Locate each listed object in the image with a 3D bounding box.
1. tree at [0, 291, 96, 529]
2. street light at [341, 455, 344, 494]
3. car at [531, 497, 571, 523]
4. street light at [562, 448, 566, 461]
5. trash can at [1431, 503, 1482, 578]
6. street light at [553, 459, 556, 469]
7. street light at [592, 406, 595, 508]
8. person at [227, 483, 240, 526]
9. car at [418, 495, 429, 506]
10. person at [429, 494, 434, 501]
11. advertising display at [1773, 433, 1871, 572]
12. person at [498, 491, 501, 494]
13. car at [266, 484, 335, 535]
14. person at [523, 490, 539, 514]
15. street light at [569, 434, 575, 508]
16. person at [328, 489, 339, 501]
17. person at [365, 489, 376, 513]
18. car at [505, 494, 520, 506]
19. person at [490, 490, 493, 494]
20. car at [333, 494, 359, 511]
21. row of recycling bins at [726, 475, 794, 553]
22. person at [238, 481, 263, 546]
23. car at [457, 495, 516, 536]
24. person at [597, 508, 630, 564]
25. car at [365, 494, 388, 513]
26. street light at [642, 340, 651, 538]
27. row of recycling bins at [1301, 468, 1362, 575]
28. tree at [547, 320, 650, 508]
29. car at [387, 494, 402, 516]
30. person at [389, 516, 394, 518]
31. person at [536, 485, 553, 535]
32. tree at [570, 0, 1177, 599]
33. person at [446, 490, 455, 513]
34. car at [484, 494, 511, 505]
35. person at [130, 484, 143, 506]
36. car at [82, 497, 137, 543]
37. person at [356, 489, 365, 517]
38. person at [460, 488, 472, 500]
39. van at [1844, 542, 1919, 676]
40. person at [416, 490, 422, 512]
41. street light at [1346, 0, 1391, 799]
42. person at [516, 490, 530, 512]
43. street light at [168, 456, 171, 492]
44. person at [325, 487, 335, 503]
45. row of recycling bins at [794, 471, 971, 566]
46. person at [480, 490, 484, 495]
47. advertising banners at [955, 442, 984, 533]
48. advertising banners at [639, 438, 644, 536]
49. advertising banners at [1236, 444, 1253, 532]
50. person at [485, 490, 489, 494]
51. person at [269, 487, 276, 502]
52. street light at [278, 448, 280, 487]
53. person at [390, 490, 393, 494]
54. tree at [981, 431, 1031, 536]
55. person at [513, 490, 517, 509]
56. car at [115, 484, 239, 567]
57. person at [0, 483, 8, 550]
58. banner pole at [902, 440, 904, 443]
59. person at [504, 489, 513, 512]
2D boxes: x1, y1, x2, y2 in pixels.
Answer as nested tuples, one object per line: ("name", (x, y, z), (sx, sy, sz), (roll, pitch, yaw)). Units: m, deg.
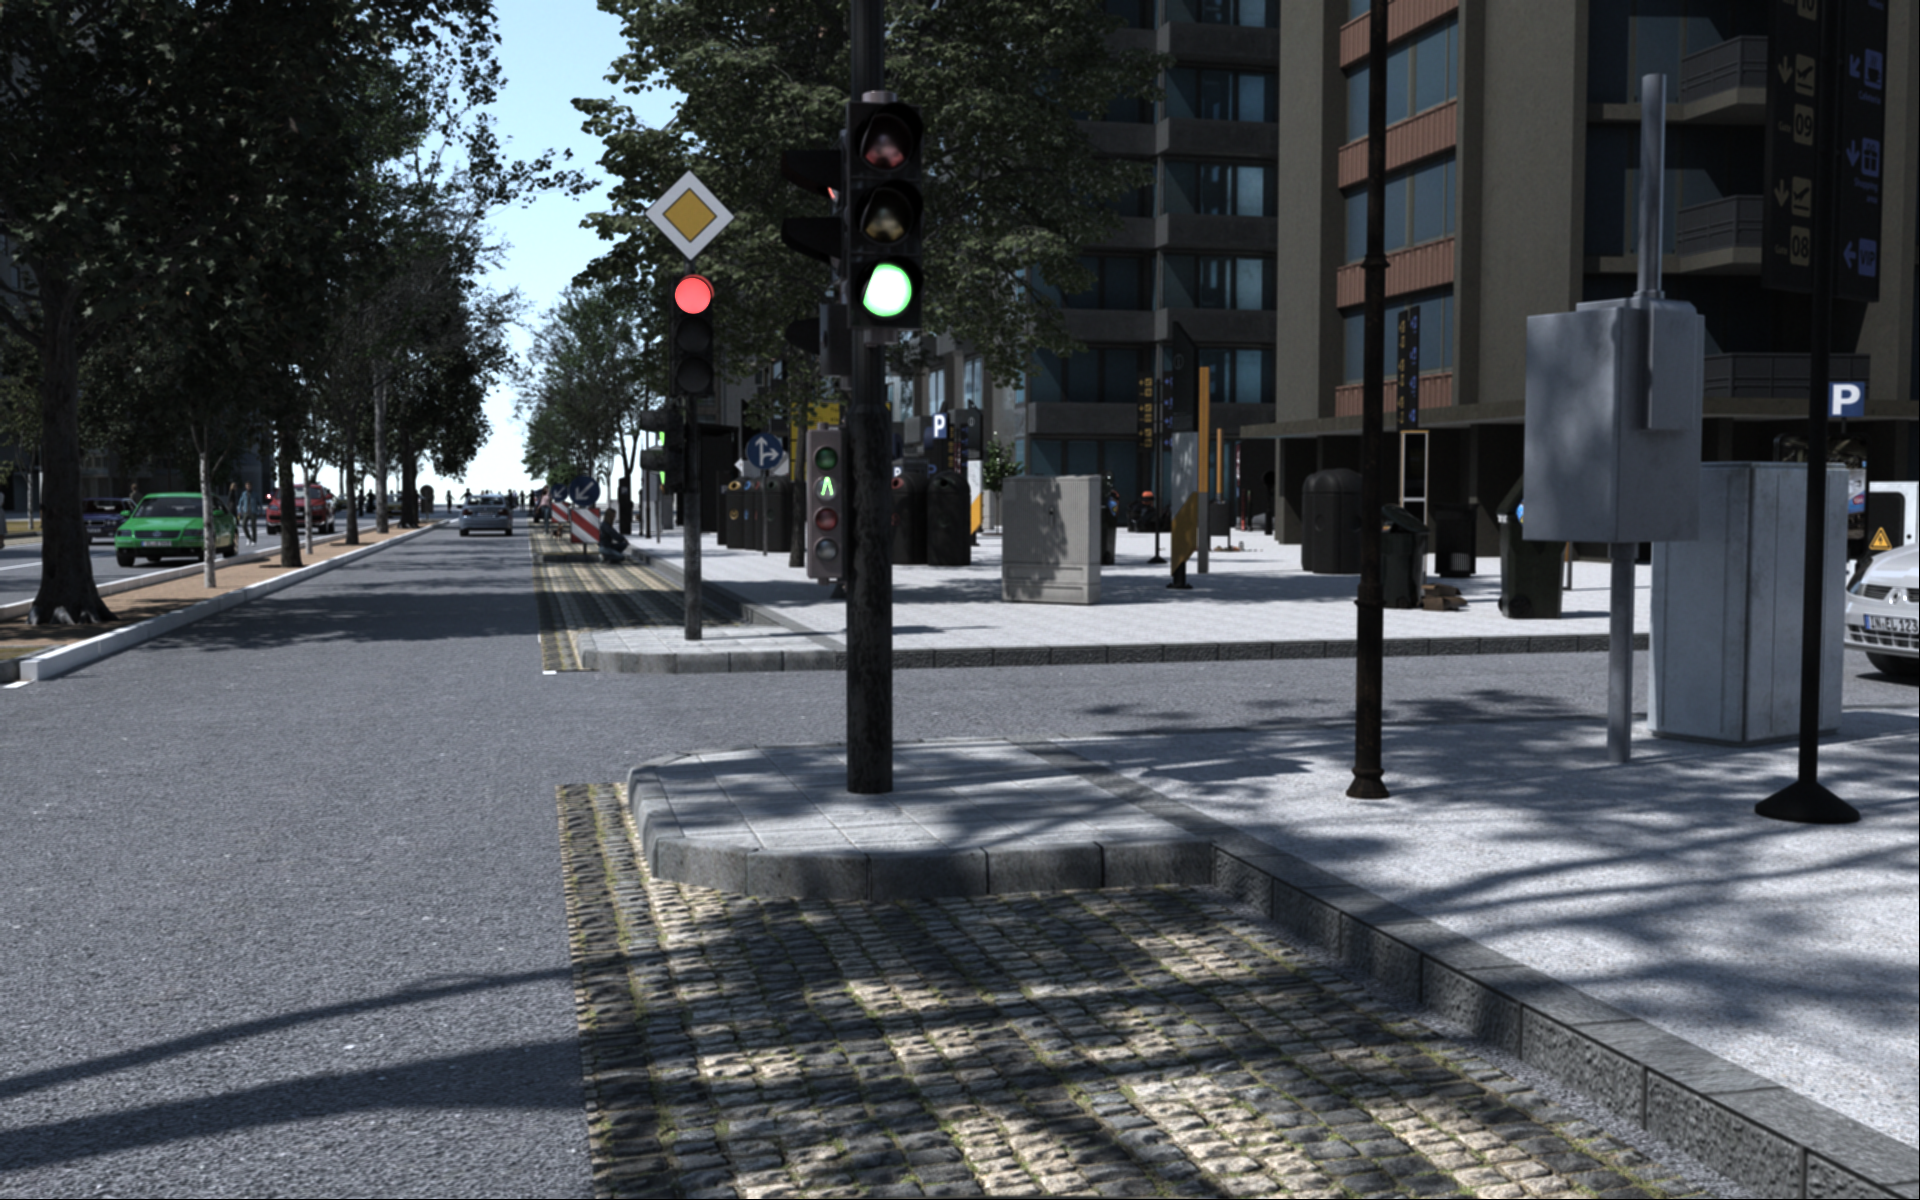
("tree", (-33.814, -6.888, 62.979), (4.737, 8.622, 4.395), (0, 3, 0))
("street light", (-59.115, -11.806, 165.817), (0.468, 5.910, 1.993), (-1, 4, -14))
("car", (-20.336, -4.503, 86.207), (1.945, 1.354, 3.894), (-1, 4, -13))
("street light", (-37.171, -11.601, 162.470), (0.468, 5.910, 1.993), (-1, 4, -14))
("trash can", (7.618, -0.915, 26.614), (0.748, 1.137, 0.748), (0, 3, 0))
("street light", (-47.967, -14.196, 204.894), (0.468, 5.910, 1.993), (-1, 4, -14))
("street light", (-18.565, -7.035, 87.807), (0.468, 5.910, 1.993), (-1, 4, -14))
("person", (-23.964, -2.925, 56.537), (0.699, 1.804, 1.509), (1, 4, 14))
("car", (-58.789, -10.830, 189.432), (2.083, 1.381, 4.827), (-1, 4, -13))
("person", (-43.311, -8.151, 141.770), (0.705, 1.824, 1.348), (0, 4, 8))
("advertising display", (9.123, -0.805, 18.378), (0.974, 1.923, 0.123), (0, 4, 0))
("person", (-58.377, -12.903, 219.469), (0.705, 1.822, 1.348), (3, 5, 43))
("car", (-23.931, -3.319, 62.941), (2.281, 1.827, 5.304), (-1, 4, -16))
("person", (-28.394, -6.464, 114.908), (1.217, 1.735, 0.721), (-2, 4, -24))
("street light", (-27.859, -9.286, 124.614), (0.468, 5.910, 1.993), (-1, 4, -14))
("person", (-45.284, -7.078, 124.314), (1.350, 1.814, 0.705), (-1, 4, -12))
("person", (-44.320, -7.450, 130.328), (1.348, 1.821, 0.705), (1, 4, 16))
("car", (-54.024, -12.024, 208.381), (2.131, 1.459, 4.920), (-1, 4, -16))
("person", (-51.363, -11.072, 189.401), (0.599, 1.838, 0.709), (0, 4, 3))
("car", (-52.360, -8.418, 147.864), (2.015, 1.641, 3.980), (-1, 4, -13))
("row of recycling bins", (-4.429, -1.984, 39.547), (1.069, 1.692, 3.534), (-2, 4, -26))
("person", (-19.612, -2.388, 47.889), (0.601, 1.785, 0.444), (0, 4, -4))
("car", (-16.432, -2.941, 60.085), (2.014, 1.417, 4.499), (-1, 4, -14))
("person", (-7.031, -1.312, 35.447), (0.738, 1.151, 1.012), (0, 4, 0))
("car", (-45.017, -7.498, 134.392), (2.131, 1.459, 4.920), (-1, 4, -14))
("street light", (-9.030, -4.723, 50.006), (0.468, 5.910, 1.993), (-1, 4, -14))
("row of recycling bins", (6.265, -1.353, 29.229), (1.069, 1.692, 3.534), (0, 4, 7))
("tree", (-14.983, -7.472, 72.522), (4.360, 8.622, 3.978), (0, 3, 0))
("car", (-32.962, -5.587, 101.563), (2.015, 1.641, 3.980), (-1, 4, -15))
("person", (-34.181, -5.640, 103.979), (1.065, 1.426, 0.557), (3, 4, 39))
("person", (-14.511, -3.158, 60.725), (0.593, 1.750, 0.643), (1, 4, 23))
("tree", (-0.971, -6.303, 21.183), (7.486, 12.596, 7.792), (0, 3, 0))
("person", (-38.748, -7.485, 131.666), (0.721, 1.735, 1.217), (1, 4, 13))
("car", (-29.045, -5.876, 107.876), (2.131, 1.459, 4.920), (-1, 4, -16))
("person", (-26.224, -2.812, 55.032), (0.362, 1.759, 0.519), (1, 4, 23))
("car", (-24.701, -2.286, 49.955), (1.945, 1.354, 3.894), (-1, 4, -16))
("person", (-38.311, -6.195, 110.497), (1.217, 1.736, 0.721), (3, 4, 37))
("person", (-36.328, -7.331, 127.989), (1.348, 1.869, 0.705), (-2, 4, -33))
("van", (8.883, -0.383, 13.270), (4.112, 2.044, 2.013), (-1, 4, -13))
("person", (-43.404, -7.900, 138.190), (1.217, 1.766, 0.721), (1, 4, 21))
("street light", (1.733, -2.104, 7.182), (0.468, 5.910, 1.993), (-1, 4, -14))
("person", (-35.289, -7.986, 139.796), (1.217, 1.735, 0.721), (-3, 4, -38))
("street light", (-38.902, -6.873, 85.158), (0.468, 5.910, 1.993), (-1, 4, -14))
("person", (-36.884, -5.642, 100.715), (1.348, 1.831, 0.705), (2, 4, 30))
("row of recycling bins", (-1.302, -1.515, 31.881), (3.534, 1.692, 1.069), (2, 4, 34))
("person", (-47.505, -10.038, 172.556), (0.705, 1.831, 1.348), (2, 4, 29))
("advertising banners", (0.274, -3.775, 57.914), (0.090, 3.025, 2.074), (-2, 4, -27))
("advertising banners", (-9.815, -3.497, 53.370), (0.090, 3.025, 2.074), (0, 4, -8))
("advertising banners", (9.805, -3.890, 59.792), (0.090, 3.025, 2.074), (0, 4, -6))
("person", (-32.899, -6.822, 120.767), (1.217, 1.743, 0.721), (-3, 5, -40))
("person", (-39.334, -5.566, 99.367), (0.709, 1.838, 0.599), (-2, 4, -25))
("street light", (-48.343, -9.186, 122.981), (0.468, 5.910, 1.993), (-1, 4, -14))
("person", (-41.197, -7.112, 125.497), (1.217, 1.735, 0.721), (0, 4, -5))
("tree", (1.075, -3.614, 53.695), (1.663, 3.219, 1.824), (0, 3, 0))
("person", (-43.470, -9.809, 168.742), (0.599, 1.838, 0.709), (2, 4, 25))
("car", (-16.122, -1.649, 35.761), (1.959, 1.807, 4.718), (-1, 4, -14))
("person", (-24.964, -2.186, 44.805), (0.524, 1.755, 0.480), (0, 4, 2))
("banner pole", (-2.709, -4.945, 70.870), (0.863, 3.779, 0.401), (0, 4, -6))
("person", (-29.969, -6.468, 114.785), (0.750, 1.759, 0.617), (0, 4, -7))
